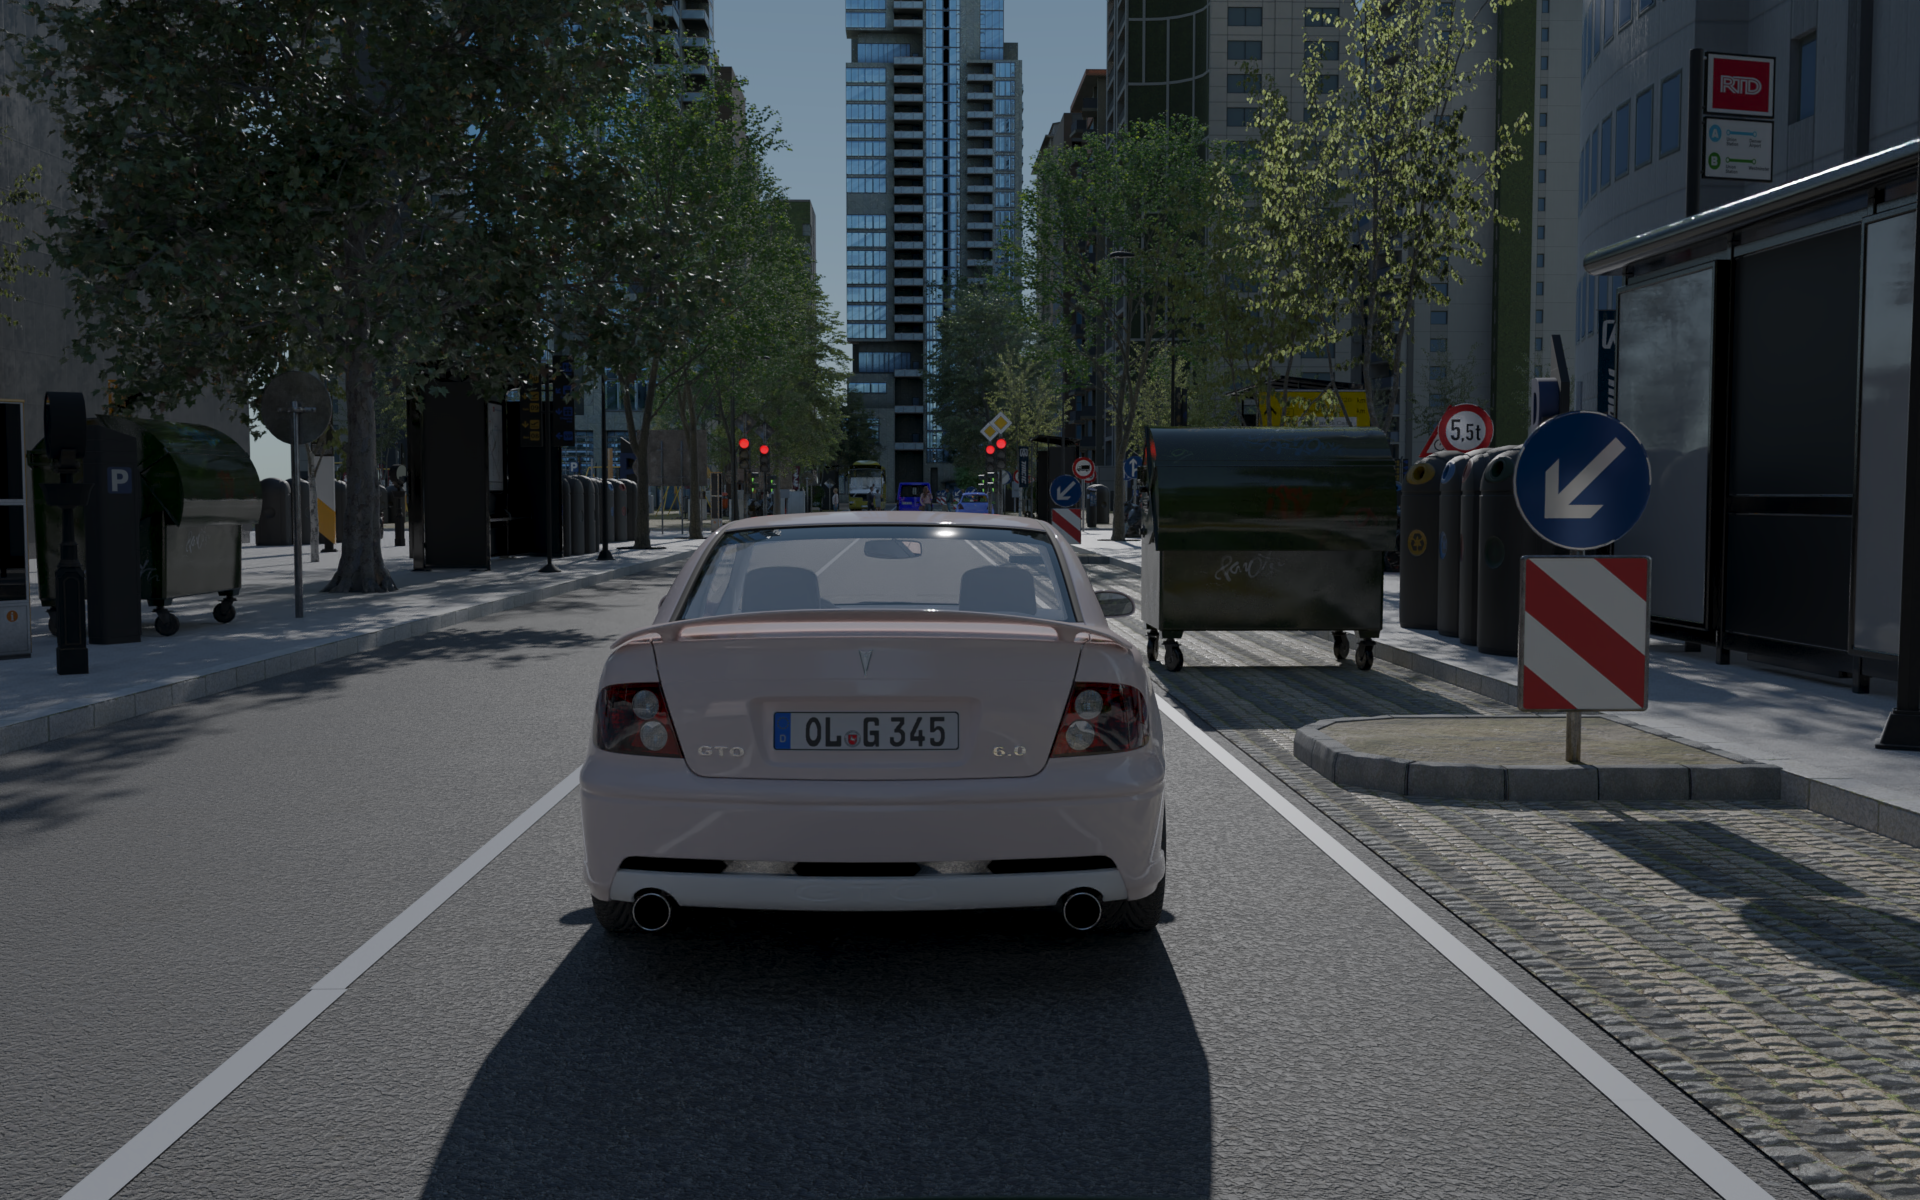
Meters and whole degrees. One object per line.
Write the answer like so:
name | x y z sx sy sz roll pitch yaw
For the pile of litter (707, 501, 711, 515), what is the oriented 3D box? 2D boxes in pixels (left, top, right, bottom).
pile of litter | -15.185 -5.563 104.916 1.719 0.858 1.176 0 4 8

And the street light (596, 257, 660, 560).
street light | -6.358 -3.730 33.525 1.470 5.913 1.316 0 4 -2

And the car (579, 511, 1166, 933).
car | -0.271 0.325 7.043 2.083 1.381 4.827 0 4 0

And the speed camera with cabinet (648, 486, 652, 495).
speed camera with cabinet | -25.216 -8.895 139.769 0.660 3.252 2.038 -1 4 -11

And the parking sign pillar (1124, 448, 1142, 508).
parking sign pillar | 9.889 -6.648 97.168 1.447 3.967 1.447 1 4 20

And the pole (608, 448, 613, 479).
pole | -15.537 -5.086 77.001 0.158 3.312 0.155 0 3 0

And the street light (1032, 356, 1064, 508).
street light | 2.915 -5.231 58.072 1.470 5.913 1.316 0 4 -2

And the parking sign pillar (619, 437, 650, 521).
parking sign pillar | -15.434 -5.714 81.898 1.447 3.967 1.447 1 4 8

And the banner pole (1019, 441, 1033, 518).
banner pole | 3.087 -5.486 79.707 0.863 3.779 0.401 -1 4 -17

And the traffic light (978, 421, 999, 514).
traffic light | 1.137 -4.763 66.788 0.839 4.253 0.868 0 4 -2

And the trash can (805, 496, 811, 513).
trash can | -11.870 -7.359 131.967 0.748 1.137 0.748 0 3 0

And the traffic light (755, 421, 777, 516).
traffic light | -7.470 -4.747 66.530 0.839 4.253 0.868 0 4 -2

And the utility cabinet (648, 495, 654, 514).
utility cabinet | -20.726 -6.322 114.519 1.020 1.237 0.306 2 4 28

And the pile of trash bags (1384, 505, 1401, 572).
pile of trash bags | 6.819 -1.136 28.330 1.912 1.369 3.447 -1 4 -14

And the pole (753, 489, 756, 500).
pole | -13.008 -7.084 109.662 0.158 3.312 0.155 0 3 0

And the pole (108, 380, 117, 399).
pole | -15.116 -2.273 31.001 0.158 3.312 0.155 0 3 0

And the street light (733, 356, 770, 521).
street light | -7.085 -5.254 58.441 1.470 5.913 1.316 0 4 -2

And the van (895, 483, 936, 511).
van | -2.441 -5.490 94.138 2.240 2.365 5.245 0 4 -1

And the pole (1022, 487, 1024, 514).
pole | 4.089 -7.177 111.183 0.158 3.312 0.155 0 3 0

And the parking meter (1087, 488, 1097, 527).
parking meter | 5.110 -3.591 67.127 0.372 1.533 0.369 0 3 0

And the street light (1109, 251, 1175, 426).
street light | 3.557 -3.719 33.343 1.470 5.913 1.316 0 4 -2

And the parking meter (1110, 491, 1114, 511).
parking meter | 11.444 -7.426 129.819 0.372 1.533 0.369 0 3 0

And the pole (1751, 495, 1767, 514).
pole | 11.759 -1.934 25.456 0.158 3.312 0.155 0 3 0

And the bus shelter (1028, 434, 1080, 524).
bus shelter | 3.863 -4.892 71.262 1.731 3.624 6.357 0 4 -2

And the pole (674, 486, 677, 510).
pole | -23.000 -8.940 140.014 0.158 3.312 0.155 0 3 0

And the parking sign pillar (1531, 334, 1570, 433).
parking sign pillar | 9.796 -2.463 28.747 1.447 3.967 1.447 1 4 12

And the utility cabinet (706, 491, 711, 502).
utility cabinet | -16.050 -6.315 111.933 0.318 1.500 1.173 -2 4 -32

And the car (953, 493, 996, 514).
car | 0.656 -4.210 78.423 1.945 1.707 3.694 0 4 -1

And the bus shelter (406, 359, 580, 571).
bus shelter | -8.412 -2.476 31.767 1.731 3.624 6.357 0 4 -2

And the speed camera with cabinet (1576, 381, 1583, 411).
speed camera with cabinet | 11.584 -2.207 30.417 2.038 3.252 0.660 1 4 23

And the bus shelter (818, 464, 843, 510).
bus shelter | -10.336 -9.031 138.941 1.731 3.624 6.357 0 4 -2

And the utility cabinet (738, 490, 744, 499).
utility cabinet | -11.980 -5.242 94.390 0.318 1.500 1.173 -1 4 -14

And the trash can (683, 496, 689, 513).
trash can | -18.292 -6.305 114.737 0.748 1.137 0.748 0 3 0

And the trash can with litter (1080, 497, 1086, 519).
trash can with litter | 6.281 -4.696 87.831 2.233 1.210 1.678 -1 4 -16

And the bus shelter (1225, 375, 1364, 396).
bus shelter | 7.121 -2.820 37.383 1.731 3.624 6.357 0 4 -1

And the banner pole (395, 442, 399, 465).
banner pole | -27.005 -5.701 83.231 0.401 3.779 0.863 -1 4 -9

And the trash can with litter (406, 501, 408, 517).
trash can with litter | -31.070 -5.237 97.004 1.055 1.170 0.624 1 4 16

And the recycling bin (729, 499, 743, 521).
recycling bin | -10.554 -4.263 82.248 0.722 1.027 0.722 -1 4 -17

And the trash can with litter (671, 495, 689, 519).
trash can with litter | -14.123 -4.796 89.468 1.678 1.210 2.233 -2 4 -25

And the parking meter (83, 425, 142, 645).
parking meter | -7.276 -0.561 14.887 0.255 1.863 0.399 2 4 30

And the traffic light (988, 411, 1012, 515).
traffic light | 1.363 -4.274 58.807 0.839 4.253 0.868 0 4 -2

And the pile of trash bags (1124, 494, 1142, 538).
pile of trash bags | 5.688 -2.601 52.280 1.912 1.369 3.447 0 4 3

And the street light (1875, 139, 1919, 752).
street light | 4.252 -2.204 8.579 1.470 5.913 1.316 0 4 -2

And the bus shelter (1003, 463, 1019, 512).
bus shelter | 3.361 -8.150 124.541 1.731 3.624 6.357 0 4 -2

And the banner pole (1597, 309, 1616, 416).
banner pole | 7.999 -1.876 20.694 0.863 3.779 0.401 0 4 3

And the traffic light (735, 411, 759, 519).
traffic light | -7.244 -4.259 58.548 0.839 4.253 0.868 0 4 -2

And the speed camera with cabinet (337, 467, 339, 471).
speed camera with cabinet | -45.307 -7.945 124.232 2.038 3.252 0.660 -1 4 -19

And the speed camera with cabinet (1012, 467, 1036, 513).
speed camera with cabinet | 4.669 -7.708 120.358 2.038 3.252 0.660 1 4 16

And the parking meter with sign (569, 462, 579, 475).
parking meter with sign | -21.118 -5.917 93.002 0.543 3.016 1.738 1 4 18

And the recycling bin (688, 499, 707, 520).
recycling bin | -12.850 -4.415 84.733 0.722 1.027 0.722 -2 4 -29

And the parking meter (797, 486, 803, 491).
parking meter | -11.160 -7.026 120.592 0.399 1.863 0.255 2 4 35

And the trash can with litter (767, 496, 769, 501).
trash can with litter | -15.154 -7.634 136.211 0.624 1.170 1.055 -2 4 -23

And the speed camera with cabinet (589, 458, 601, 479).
speed camera with cabinet | -20.426 -6.181 95.396 0.660 3.252 2.038 1 4 17

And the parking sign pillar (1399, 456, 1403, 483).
parking sign pillar | 30.961 -8.199 122.533 1.447 3.967 1.447 2 4 29

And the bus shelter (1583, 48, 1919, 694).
bus shelter | 6.481 -2.185 13.361 2.179 5.291 8.768 0 4 -2

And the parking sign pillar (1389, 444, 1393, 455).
parking sign pillar | 22.460 -6.379 92.761 1.447 3.967 1.447 1 4 10

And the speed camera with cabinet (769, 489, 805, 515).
speed camera with cabinet | -10.026 -6.482 100.314 2.038 3.252 0.660 0 4 2
